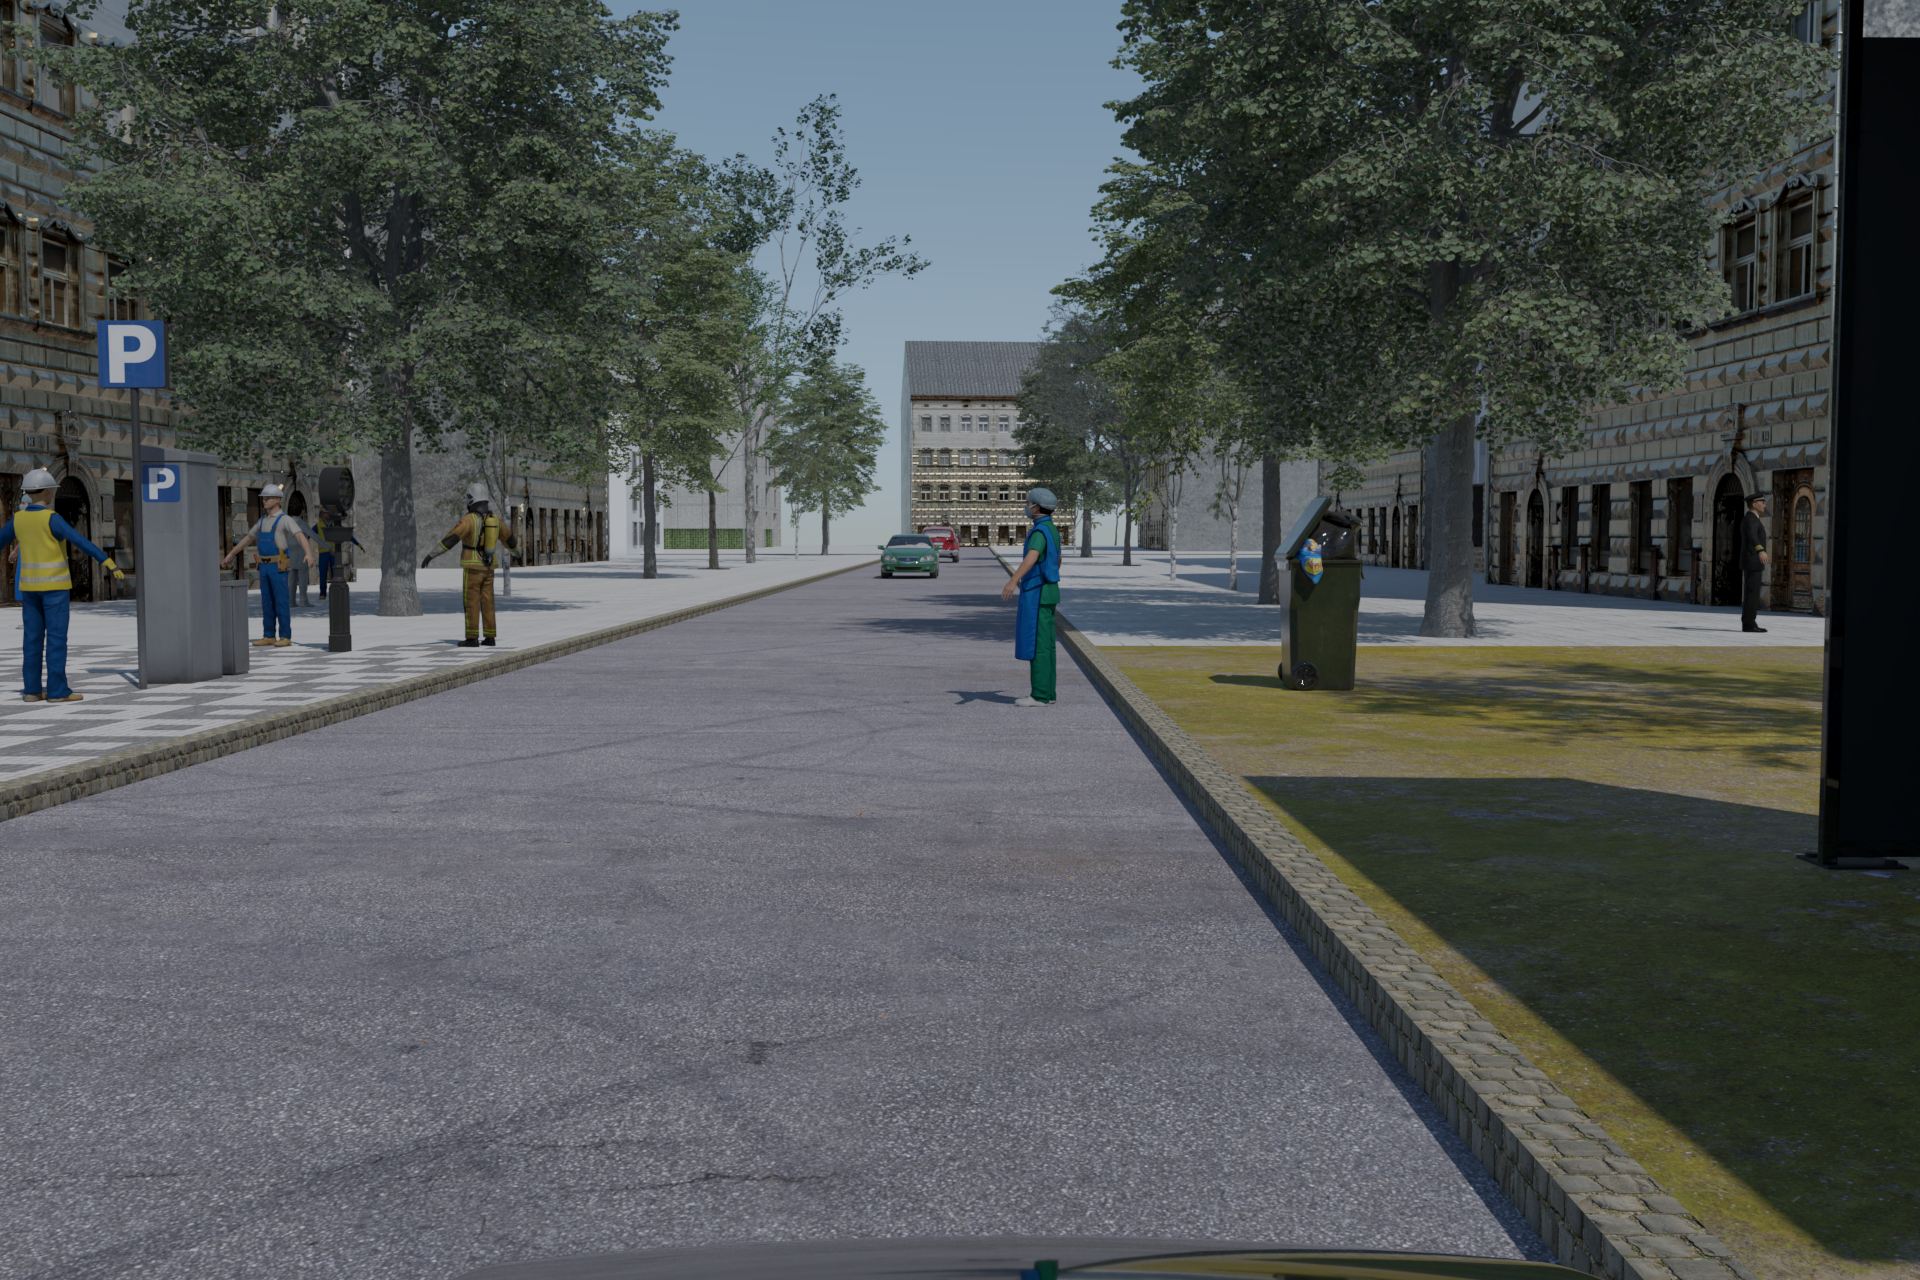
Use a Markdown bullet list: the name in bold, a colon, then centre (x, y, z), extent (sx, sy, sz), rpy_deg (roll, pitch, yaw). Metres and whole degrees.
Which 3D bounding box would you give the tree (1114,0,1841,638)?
- **tree**: centre (6.098, -7.016, 21.367), extent (9.857, 13.997, 8.962), rpy_deg (0, 3, 0)

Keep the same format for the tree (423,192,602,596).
- **tree**: centre (-9.356, -5.191, 35.228), extent (4.360, 8.622, 3.978), rpy_deg (0, 3, 0)

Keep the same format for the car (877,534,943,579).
- **car**: centre (-1.630, -2.777, 57.199), extent (2.131, 1.459, 4.920), rpy_deg (0, 4, 0)

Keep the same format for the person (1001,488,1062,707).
- **person**: centre (0.645, -0.361, 14.486), extent (0.704, 1.817, 1.347), rpy_deg (1, 4, 18)

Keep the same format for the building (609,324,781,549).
- **building**: centre (-26.682, -18.021, 161.107), extent (16.747, 18.905, 31.486), rpy_deg (0, 3, 0)

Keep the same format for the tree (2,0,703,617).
- **tree**: centre (-8.875, -7.341, 26.687), extent (9.857, 13.997, 8.962), rpy_deg (0, 3, 0)

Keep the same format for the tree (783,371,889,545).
- **tree**: centre (-14.088, -20.877, 197.224), extent (12.611, 20.169, 13.585), rpy_deg (0, 3, 0)

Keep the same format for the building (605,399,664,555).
- **building**: centre (-25.214, -10.964, 121.403), extent (9.099, 9.664, 28.070), rpy_deg (0, 4, 0)

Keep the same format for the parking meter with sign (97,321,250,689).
- **parking meter with sign**: centre (-6.759, -1.150, 15.066), extent (0.543, 3.016, 1.738), rpy_deg (0, 3, 0)

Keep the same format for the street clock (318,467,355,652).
- **street clock**: centre (-6.751, -0.871, 18.810), extent (0.358, 2.002, 0.471), rpy_deg (0, 4, 1)

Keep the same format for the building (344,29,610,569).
- **building**: centre (-25.971, -14.768, 72.388), extent (19.493, 23.208, 18.063), rpy_deg (0, 4, 1)

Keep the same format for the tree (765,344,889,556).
- **tree**: centre (-8.019, -11.338, 103.496), extent (7.486, 12.596, 7.792), rpy_deg (0, 3, 0)

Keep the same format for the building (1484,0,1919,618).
- **building**: centre (22.587, -12.451, 34.495), extent (19.493, 23.208, 18.063), rpy_deg (0, 4, 1)

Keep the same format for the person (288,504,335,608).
- **person**: centre (-11.570, -1.476, 30.319), extent (1.347, 1.806, 0.705), rpy_deg (1, 4, 16)

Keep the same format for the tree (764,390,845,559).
- **tree**: centre (-8.588, -8.455, 88.606), extent (4.360, 8.622, 3.978), rpy_deg (0, 3, 0)

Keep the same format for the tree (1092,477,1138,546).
- **tree**: centre (17.649, -15.779, 192.395), extent (7.601, 10.594, 8.767), rpy_deg (0, 4, 3)

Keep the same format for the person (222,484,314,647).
- **person**: centre (-7.863, -0.853, 19.804), extent (1.347, 1.847, 0.705), rpy_deg (2, 4, 24)

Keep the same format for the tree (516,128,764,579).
- **tree**: centre (-9.101, -8.004, 48.985), extent (7.486, 12.596, 7.792), rpy_deg (0, 3, 0)

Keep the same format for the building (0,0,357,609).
- **building**: centre (-25.413, -12.570, 36.455), extent (19.493, 23.208, 18.063), rpy_deg (0, 4, 1)

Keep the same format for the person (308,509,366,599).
- **person**: centre (-12.404, -1.717, 34.047), extent (1.349, 1.833, 0.705), rpy_deg (-2, 4, -28)

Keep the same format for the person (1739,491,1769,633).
- **person**: centre (10.398, -1.022, 22.642), extent (0.705, 1.837, 1.347), rpy_deg (1, 4, 21)

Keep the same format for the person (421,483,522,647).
- **person**: centre (-5.499, -0.854, 19.727), extent (0.705, 1.858, 1.354), rpy_deg (3, 4, 38)

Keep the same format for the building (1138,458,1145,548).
- **building**: centre (26.069, -19.798, 154.633), extent (19.493, 23.208, 18.063), rpy_deg (0, 4, 1)

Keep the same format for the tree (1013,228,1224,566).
- **tree**: centre (6.833, -9.710, 69.135), extent (12.009, 13.543, 11.850), rpy_deg (0, 3, 0)

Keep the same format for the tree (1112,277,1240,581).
- **tree**: centre (5.938, -5.963, 47.855), extent (4.737, 8.622, 4.395), rpy_deg (0, 3, 0)

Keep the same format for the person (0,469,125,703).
- **person**: centre (-6.974, -0.418, 13.296), extent (1.216, 1.772, 0.721), rpy_deg (1, 4, 12)

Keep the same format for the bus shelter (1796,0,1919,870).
- **bus shelter**: centre (3.842, -0.752, 3.585), extent (1.731, 3.624, 6.357), rpy_deg (0, 4, -1)

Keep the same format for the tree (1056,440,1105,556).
- **tree**: centre (6.852, -9.331, 102.927), extent (4.737, 8.622, 4.395), rpy_deg (0, 3, 0)

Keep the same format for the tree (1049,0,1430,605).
- **tree**: centre (5.476, -6.950, 31.753), extent (7.486, 12.596, 7.792), rpy_deg (0, 3, 0)

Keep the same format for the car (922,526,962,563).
- **car**: centre (-1.063, -4.835, 87.720), extent (2.281, 1.827, 5.304), rpy_deg (0, 4, 1)

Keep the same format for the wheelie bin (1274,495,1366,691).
- **wheelie bin**: centre (2.999, -0.399, 14.426), extent (0.693, 1.594, 0.980), rpy_deg (0, 4, 1)

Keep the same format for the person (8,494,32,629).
- **person**: centre (-12.452, -1.044, 23.199), extent (0.704, 1.817, 1.347), rpy_deg (-3, 5, -41)

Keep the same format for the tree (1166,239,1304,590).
- **tree**: centre (6.063, -5.447, 39.422), extent (4.360, 8.622, 3.978), rpy_deg (0, 3, 0)

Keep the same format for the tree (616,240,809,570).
- **tree**: centre (-9.043, -8.352, 62.309), extent (9.928, 11.665, 9.643), rpy_deg (0, 3, 0)

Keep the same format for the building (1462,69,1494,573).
- **building**: centre (21.908, -12.300, 57.523), extent (16.016, 20.090, 11.380), rpy_deg (0, 4, 0)

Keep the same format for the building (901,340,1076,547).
- **building**: centre (2.821, -22.203, 196.399), extent (18.063, 23.208, 19.493), rpy_deg (0, 4, -5)

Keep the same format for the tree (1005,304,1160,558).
- **tree**: centre (6.802, -11.445, 93.775), extent (9.857, 13.997, 8.962), rpy_deg (0, 3, 0)

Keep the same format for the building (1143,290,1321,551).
- **building**: centre (24.632, -18.660, 136.022), extent (19.493, 23.208, 18.063), rpy_deg (0, 4, 1)

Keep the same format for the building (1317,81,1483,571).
- **building**: centre (25.511, -14.574, 69.216), extent (19.493, 23.208, 18.063), rpy_deg (0, 4, 0)

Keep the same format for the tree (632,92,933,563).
- **tree**: centre (-8.055, -13.362, 74.363), extent (12.611, 20.169, 13.585), rpy_deg (0, 3, 0)
